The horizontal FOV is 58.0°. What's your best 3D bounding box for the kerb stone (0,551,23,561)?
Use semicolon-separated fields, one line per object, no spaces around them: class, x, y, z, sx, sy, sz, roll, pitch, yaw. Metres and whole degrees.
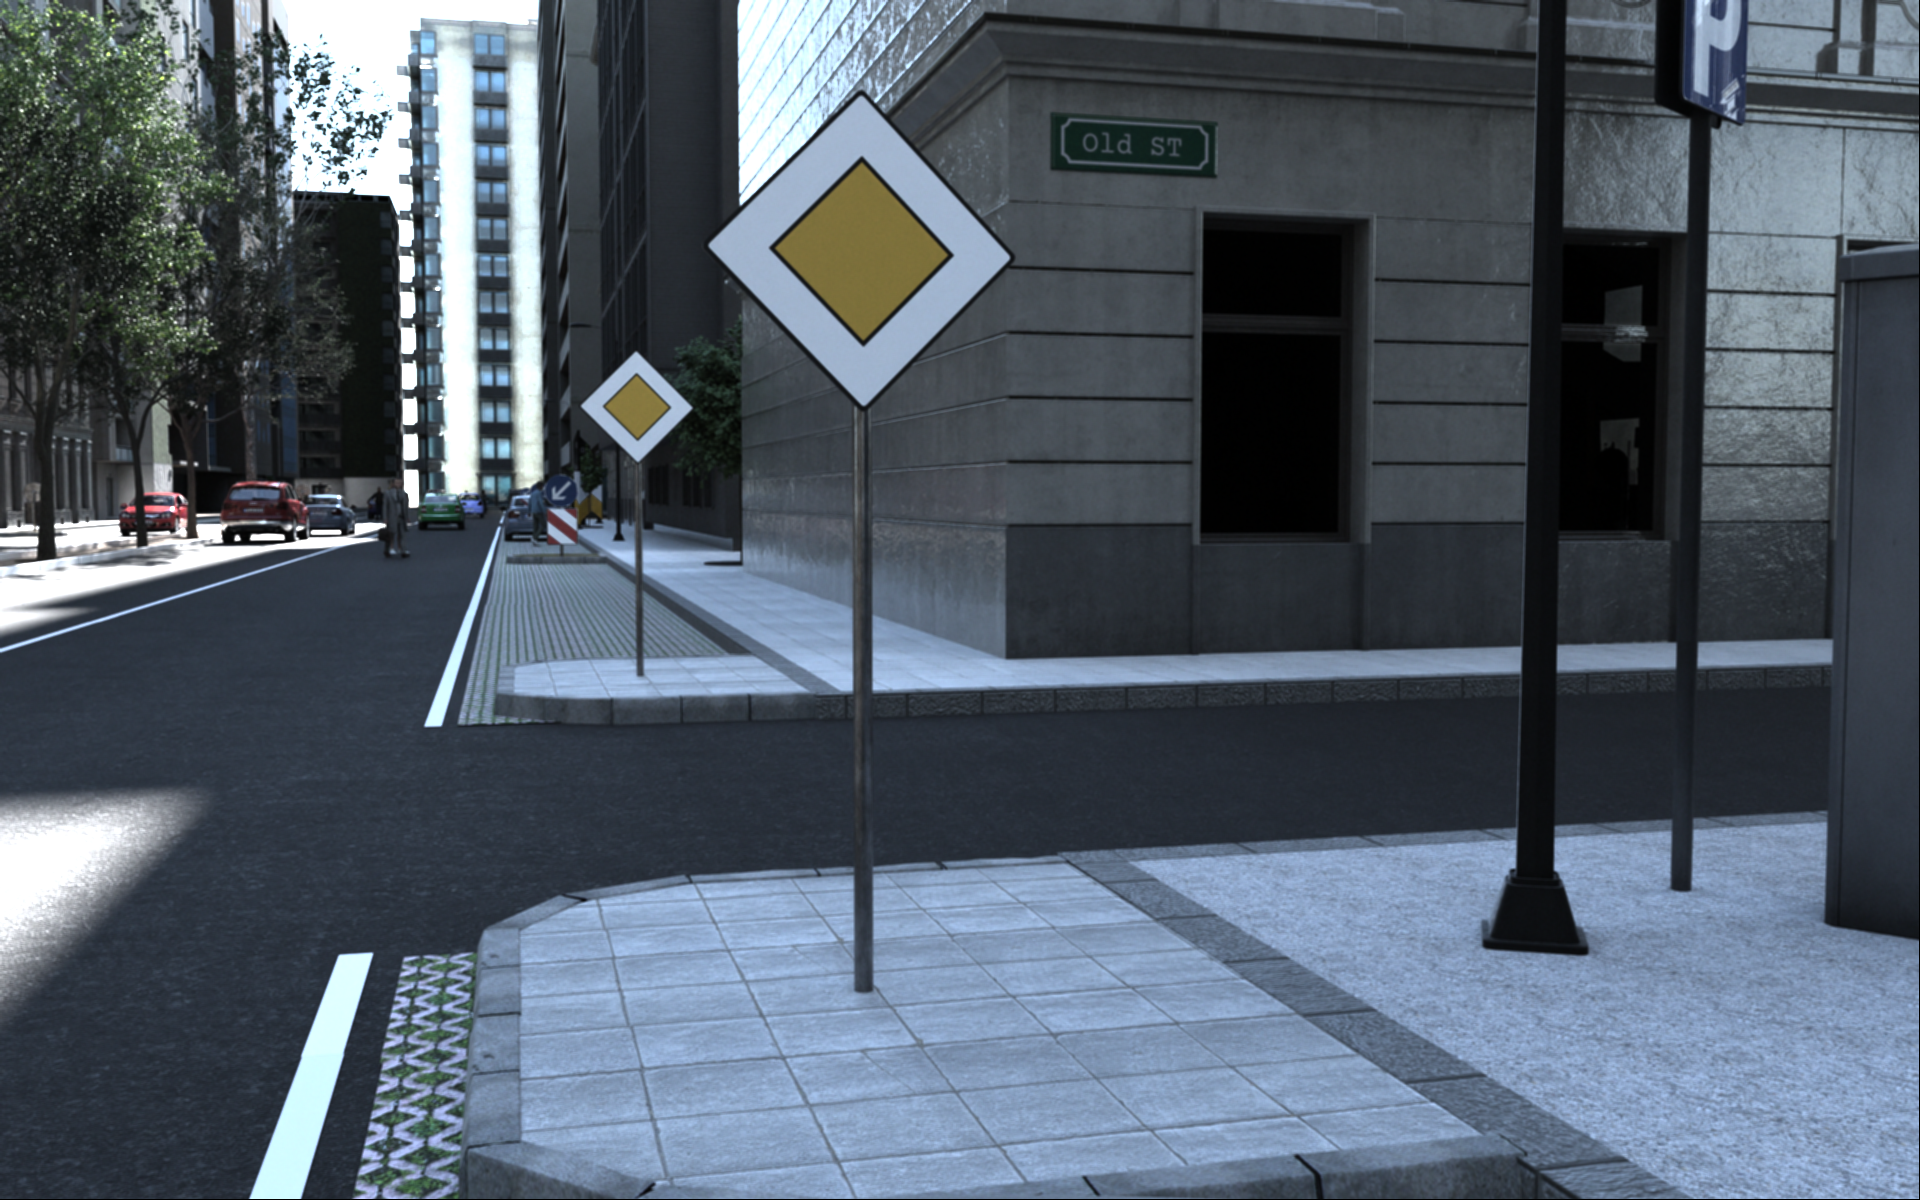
kerb stone;-20.890;-0.972;38.138;0.120;0.150;1.000;-1;4;-14

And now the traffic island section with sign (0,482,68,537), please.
traffic island section with sign;-31.288;-3.044;58.393;1.989;1.847;2.006;-1;4;-14

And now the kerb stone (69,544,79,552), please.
kerb stone;-22.173;-1.276;43.095;0.120;0.150;1.000;-1;4;-14

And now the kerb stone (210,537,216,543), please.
kerb stone;-21.940;-1.736;50.576;0.120;0.150;1.000;-1;4;-14

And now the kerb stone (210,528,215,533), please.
kerb stone;-27.318;-2.492;62.936;0.120;0.150;1.000;-1;4;-14

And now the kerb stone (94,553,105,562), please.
kerb stone;-18.333;-0.883;36.677;0.120;0.150;1.000;-1;4;-14

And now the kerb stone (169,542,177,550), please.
kerb stone;-20.406;-1.371;44.618;0.120;0.150;1.000;-1;4;-14

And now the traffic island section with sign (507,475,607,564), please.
traffic island section with sign;-8.419;-1.677;36.042;1.989;1.847;2.006;-1;4;-14

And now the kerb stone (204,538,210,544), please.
kerb stone;-21.690;-1.675;49.583;0.120;0.150;1.000;-1;4;-14

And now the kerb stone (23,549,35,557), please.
kerb stone;-21.147;-1.036;39.128;0.120;0.150;1.000;-1;4;-14

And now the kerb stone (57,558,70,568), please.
kerb stone;-17.565;-0.704;33.698;0.120;0.150;1.000;-1;4;-14

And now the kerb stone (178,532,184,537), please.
kerb stone;-25.776;-2.125;56.978;0.120;0.150;1.000;-1;4;-14

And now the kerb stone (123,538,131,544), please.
kerb stone;-23.712;-1.642;49.042;0.120;0.150;1.000;-1;4;-14

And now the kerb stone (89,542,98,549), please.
kerb stone;-22.688;-1.391;45.075;0.120;0.150;1.000;-1;4;-14

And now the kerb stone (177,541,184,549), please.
kerb stone;-20.665;-1.432;45.623;0.120;0.150;1.000;-1;4;-14

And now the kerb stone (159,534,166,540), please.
kerb stone;-25.002;-1.943;53.990;0.120;0.150;1.000;-1;4;-14

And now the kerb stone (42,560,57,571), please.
kerb stone;-17.305;-0.643;32.709;0.120;0.150;1.000;-1;4;-14

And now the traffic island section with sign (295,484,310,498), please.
traffic island section with sign;-31.191;-4.518;82.012;2.006;1.907;1.989;-1;4;-14

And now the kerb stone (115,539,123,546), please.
kerb stone;-23.456;-1.581;48.052;0.120;0.150;1.000;-1;4;-14

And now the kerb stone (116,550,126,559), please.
kerb stone;-18.851;-1.004;38.662;0.120;0.150;1.000;-1;4;-14

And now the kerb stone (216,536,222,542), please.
kerb stone;-22.197;-1.791;51.566;0.120;0.150;1.000;-1;4;-14

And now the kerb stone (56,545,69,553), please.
kerb stone;-21.915;-1.217;42.098;0.120;0.150;1.000;-1;4;-14

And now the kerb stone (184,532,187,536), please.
kerb stone;-26.042;-2.188;57.973;0.120;0.150;1.000;-1;4;-14

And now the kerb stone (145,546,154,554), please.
kerb stone;-19.617;-1.189;41.644;0.120;0.150;1.000;-1;4;-14

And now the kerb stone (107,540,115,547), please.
kerb stone;-23.201;-1.521;47.062;0.120;0.150;1.000;-1;4;-14

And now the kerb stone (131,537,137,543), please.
kerb stone;-23.974;-1.702;50.031;0.120;0.150;1.000;-1;4;-14

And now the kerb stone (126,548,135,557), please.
kerb stone;-19.115;-1.068;39.654;0.120;0.150;1.000;-1;4;-14

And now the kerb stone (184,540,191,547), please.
kerb stone;-20.910;-1.490;46.616;0.120;0.150;1.000;-1;4;-14

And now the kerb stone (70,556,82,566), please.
kerb stone;-17.829;-0.764;34.685;0.120;0.150;1.000;-1;4;-14

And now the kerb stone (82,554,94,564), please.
kerb stone;-18.077;-0.825;35.677;0.120;0.150;1.000;-1;4;-14

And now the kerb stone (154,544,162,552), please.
kerb stone;-19.882;-1.250;42.631;0.120;0.150;1.000;-1;4;-14

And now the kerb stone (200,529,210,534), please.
kerb stone;-27.068;-2.425;61.945;0.120;0.150;1.000;-1;4;-14

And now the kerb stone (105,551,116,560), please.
kerb stone;-18.590;-0.944;37.667;0.120;0.150;1.000;-1;4;-14

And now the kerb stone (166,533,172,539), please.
kerb stone;-25.259;-2.006;54.993;0.120;0.150;1.000;-1;4;-14

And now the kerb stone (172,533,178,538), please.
kerb stone;-25.518;-2.067;55.989;0.120;0.150;1.000;-1;4;-14

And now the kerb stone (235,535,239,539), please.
kerb stone;-23.492;-2.100;56.532;0.120;0.150;1.000;-1;4;-14

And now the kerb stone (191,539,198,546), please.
kerb stone;-21.168;-1.552;47.605;0.120;0.150;1.000;-1;4;-14

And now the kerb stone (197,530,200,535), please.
kerb stone;-26.548;-2.310;59.963;0.120;0.150;1.000;-1;4;-14

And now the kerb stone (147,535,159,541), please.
kerb stone;-24.741;-1.883;53.001;0.120;0.150;1.000;-1;4;-14

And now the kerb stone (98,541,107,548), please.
kerb stone;-22.943;-1.453;46.073;0.120;0.150;1.000;-1;4;-14

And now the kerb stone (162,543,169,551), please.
kerb stone;-20.147;-1.311;43.629;0.120;0.150;1.000;-1;4;-14

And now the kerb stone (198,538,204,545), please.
kerb stone;-21.431;-1.615;48.593;0.120;0.150;1.000;-1;4;-14

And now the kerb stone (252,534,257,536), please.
kerb stone;-24.267;-2.278;59.500;0.120;0.150;1.000;-1;4;-14

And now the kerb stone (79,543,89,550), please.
kerb stone;-22.431;-1.339;44.085;0.120;0.150;1.000;-1;4;-14

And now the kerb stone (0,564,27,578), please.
kerb stone;-16.796;-0.522;30.725;0.120;0.150;1.000;-1;4;-14

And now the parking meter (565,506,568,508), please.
parking meter;-17.619;-4.416;77.918;0.255;1.863;0.399;-1;4;-18

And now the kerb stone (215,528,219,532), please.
kerb stone;-27.578;-2.552;63.927;0.120;0.150;1.000;-1;4;-14

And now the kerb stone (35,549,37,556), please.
kerb stone;-21.397;-1.096;40.120;0.120;0.150;1.000;-1;4;-14

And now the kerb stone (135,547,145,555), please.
kerb stone;-19.366;-1.128;40.645;0.120;0.150;1.000;-1;4;-14

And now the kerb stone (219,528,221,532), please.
kerb stone;-27.830;-2.614;64.929;0.120;0.150;1.000;-1;4;-14

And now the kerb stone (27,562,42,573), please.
kerb stone;-17.053;-0.582;31.718;0.120;0.150;1.000;-1;4;-14
